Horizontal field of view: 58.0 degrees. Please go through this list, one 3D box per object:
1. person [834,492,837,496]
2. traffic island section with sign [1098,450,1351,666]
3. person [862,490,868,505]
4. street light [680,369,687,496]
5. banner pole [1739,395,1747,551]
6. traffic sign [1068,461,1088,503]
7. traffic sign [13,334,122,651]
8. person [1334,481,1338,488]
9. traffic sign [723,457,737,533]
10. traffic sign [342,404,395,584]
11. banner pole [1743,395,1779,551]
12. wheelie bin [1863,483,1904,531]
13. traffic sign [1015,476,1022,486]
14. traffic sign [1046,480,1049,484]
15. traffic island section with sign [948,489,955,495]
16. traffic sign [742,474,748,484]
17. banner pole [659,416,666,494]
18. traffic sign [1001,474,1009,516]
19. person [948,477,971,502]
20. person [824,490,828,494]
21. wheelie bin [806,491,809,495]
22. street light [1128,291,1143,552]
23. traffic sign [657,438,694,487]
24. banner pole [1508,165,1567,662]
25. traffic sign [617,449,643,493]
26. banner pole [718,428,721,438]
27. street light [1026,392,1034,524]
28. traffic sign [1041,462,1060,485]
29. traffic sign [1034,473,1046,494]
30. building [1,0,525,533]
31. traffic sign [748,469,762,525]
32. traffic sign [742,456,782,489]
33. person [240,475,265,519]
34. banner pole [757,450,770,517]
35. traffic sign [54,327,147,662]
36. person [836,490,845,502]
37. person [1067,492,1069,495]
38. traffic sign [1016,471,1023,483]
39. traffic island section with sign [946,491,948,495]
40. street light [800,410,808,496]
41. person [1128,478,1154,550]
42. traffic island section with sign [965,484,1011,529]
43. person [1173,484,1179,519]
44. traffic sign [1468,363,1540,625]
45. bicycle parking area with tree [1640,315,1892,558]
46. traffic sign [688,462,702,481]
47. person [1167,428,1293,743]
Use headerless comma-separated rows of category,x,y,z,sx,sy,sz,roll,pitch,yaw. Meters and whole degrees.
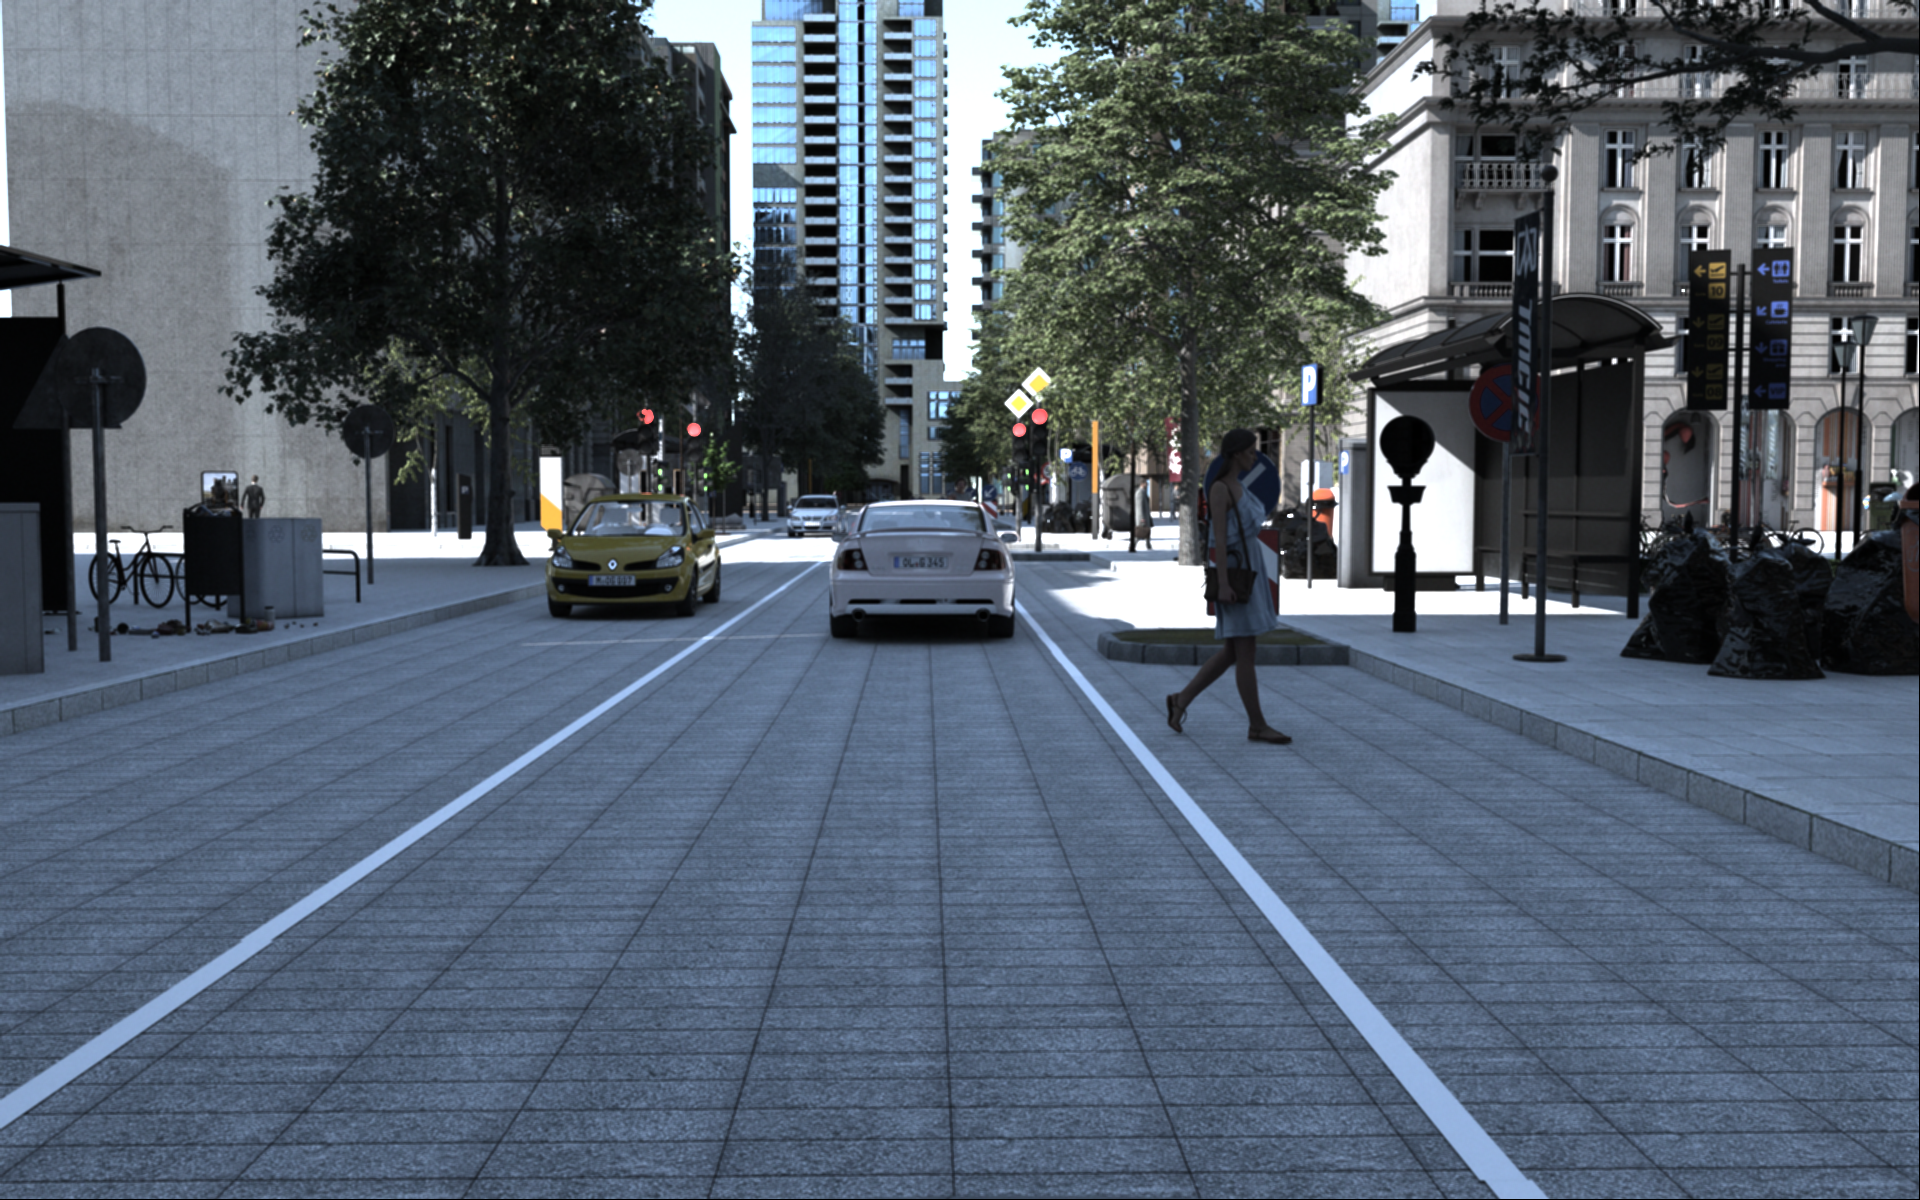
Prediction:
person,-12.190,-9.974,170.051,0.436,1.711,0.756,0,4,8
traffic island section with sign,2.264,-0.415,15.419,1.989,1.847,2.006,0,4,-1
person,-10.848,-11.649,197.029,0.721,1.766,1.217,-2,4,-35
street light,-7.511,-4.520,46.693,0.468,5.910,1.993,0,4,-1
banner pole,17.460,-2.961,38.434,0.863,3.779,0.401,-2,4,-26
traffic sign,4.599,-4.124,67.531,0.768,2.556,0.104,0,4,3
traffic sign,-7.272,-0.863,14.117,0.884,2.594,0.081,0,4,1
person,13.680,-3.477,63.079,0.728,1.800,0.709,-3,5,-41
traffic sign,-7.719,-3.459,56.566,0.884,2.594,0.081,0,4,6
traffic sign,-8.415,-1.501,24.649,0.768,2.556,0.104,0,4,5
banner pole,17.428,-2.896,37.362,0.863,3.779,0.401,-3,4,-36
wheelie bin,25.412,-2.432,47.675,0.980,1.594,0.693,2,4,27
traffic sign,4.018,-7.232,118.346,0.768,2.556,0.104,0,4,2
traffic sign,4.993,-5.734,93.862,0.768,2.556,0.104,0,4,3
traffic island section with sign,0.480,-5.487,98.342,1.989,1.847,2.006,0,4,-1
traffic sign,-11.505,-5.530,90.426,0.884,2.594,0.081,0,4,4
banner pole,-8.312,-3.568,48.358,0.401,3.779,0.863,-1,4,-22
traffic sign,2.792,-6.175,101.074,0.768,2.556,0.104,0,4,5
person,-0.054,-1.636,35.604,0.716,1.782,0.532,-2,4,-24
person,-12.009,-8.988,153.715,0.721,1.743,1.217,-3,5,-43
wheelie bin,-10.328,-6.547,114.957,0.693,1.594,0.980,-1,4,-19
street light,3.800,-3.988,37.986,0.468,5.910,1.993,0,4,-1
traffic sign,-10.588,-4.249,63.341,2.265,3.308,0.079,0,4,-1
banner pole,4.465,-1.438,13.521,0.401,3.779,0.863,0,4,-5
traffic sign,-9.276,-2.970,48.662,0.768,2.556,0.104,0,4,6
banner pole,-9.165,-4.643,65.937,0.401,3.779,0.863,-1,4,-12
street light,2.960,-6.180,73.832,0.468,5.910,1.993,0,4,-1
traffic sign,3.527,-4.131,67.645,0.768,2.556,0.104,0,4,7
traffic sign,4.437,-5.811,95.111,0.768,2.556,0.104,0,4,3
building,-25.089,-15.171,66.071,12.078,24.808,19.932,0,4,-1
traffic sign,-8.420,-4.221,71.147,0.606,2.300,0.079,0,4,6
traffic sign,-10.628,-6.015,92.219,2.265,3.308,0.079,0,4,2
person,-21.149,-2.815,51.847,0.659,1.850,0.755,-1,4,-15
banner pole,-11.076,-6.604,97.986,0.863,3.779,0.401,-3,4,-36
traffic sign,-6.565,-0.802,13.223,0.768,2.556,0.104,1,4,9
person,-10.574,-8.849,151.442,1.217,1.743,0.721,-3,5,-40
person,9.343,-8.502,145.738,0.721,1.739,1.217,-3,5,-39
traffic sign,3.152,-5.148,84.181,0.884,2.594,0.081,0,4,1
traffic island section with sign,-0.593,-8.565,148.673,1.989,1.847,2.006,0,4,-1
street light,-8.448,-7.408,93.907,0.468,5.910,1.993,0,4,-1
person,4.424,-2.021,41.648,0.767,1.812,0.694,0,4,7
traffic island section with sign,1.071,-3.815,70.997,1.989,1.847,2.006,0,4,-1
person,11.092,-5.012,88.194,0.606,1.804,0.583,-3,5,-44
traffic sign,5.350,-1.031,16.961,0.768,2.556,0.104,0,4,8
bicycle parking area with tree,15.470,-2.657,30.449,9.016,4.147,8.231,3,4,37
traffic sign,-8.373,-3.247,55.226,0.606,2.300,0.079,0,4,0
person,1.545,-0.088,10.031,0.778,1.811,0.616,2,4,28
